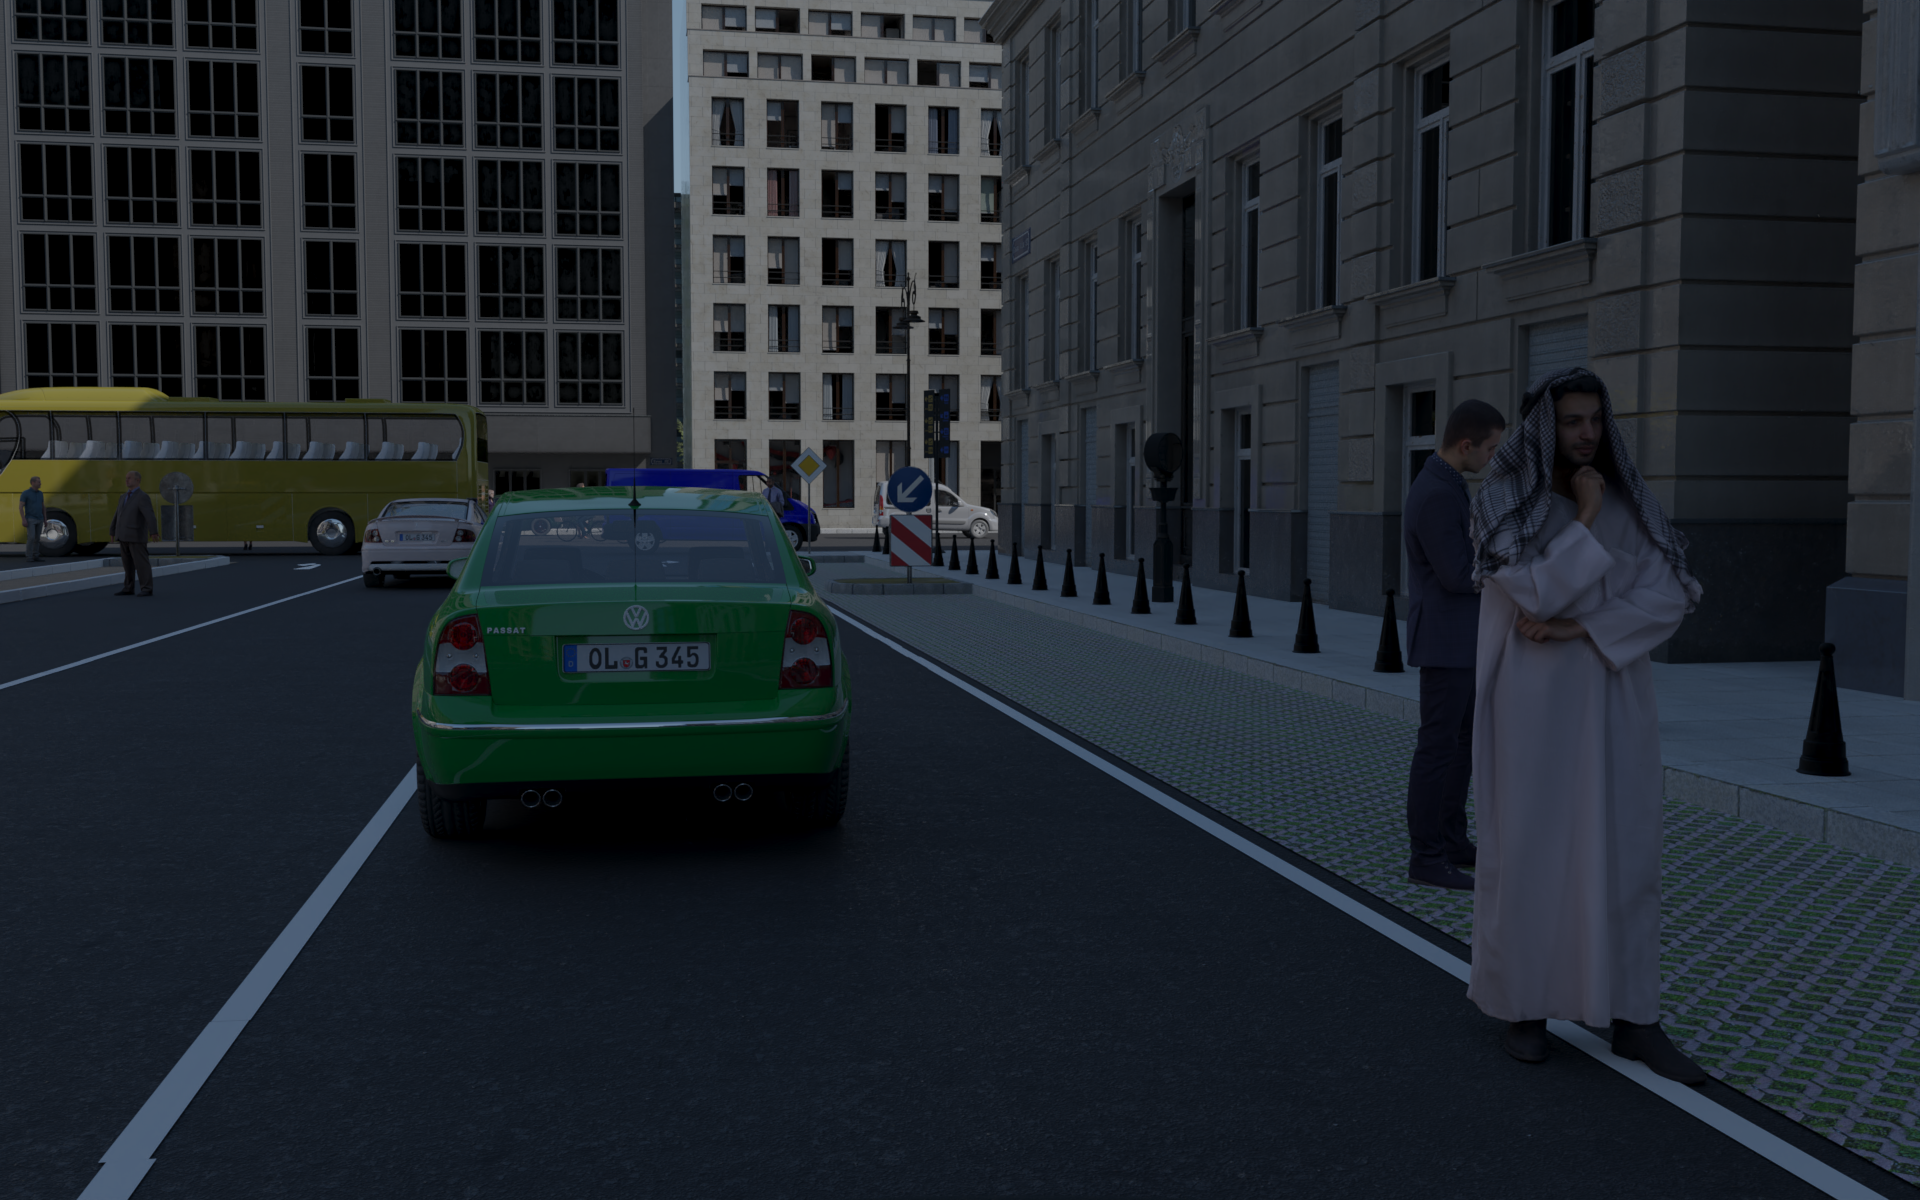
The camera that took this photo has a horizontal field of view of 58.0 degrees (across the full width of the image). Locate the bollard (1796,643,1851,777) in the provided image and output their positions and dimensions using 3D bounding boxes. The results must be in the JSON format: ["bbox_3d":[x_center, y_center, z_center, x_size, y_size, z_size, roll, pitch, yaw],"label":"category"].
[{"bbox_3d":[3.972,0.495,7.947,0.229,0.601,0.229,0,3,0],"label":"bollard"}]

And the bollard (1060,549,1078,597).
[{"bbox_3d":[1.362,-0.341,21.623,0.229,0.601,0.229,0,3,0],"label":"bollard"}]

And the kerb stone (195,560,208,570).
[{"bbox_3d":[-14.513,-0.648,32.871,0.120,0.150,1.000,-1,4,-11],"label":"kerb stone"}]

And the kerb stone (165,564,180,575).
[{"bbox_3d":[-14.124,-0.527,30.845,0.120,0.150,1.000,-1,4,-11],"label":"kerb stone"}]

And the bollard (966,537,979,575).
[{"bbox_3d":[0.196,-0.713,27.694,0.229,0.601,0.229,0,3,0],"label":"bollard"}]

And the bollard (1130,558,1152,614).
[{"bbox_3d":[1.944,-0.155,18.578,0.229,0.601,0.229,0,3,0],"label":"bollard"}]

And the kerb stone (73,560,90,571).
[{"bbox_3d":[-16.568,-0.625,32.456,0.120,0.150,1.000,-1,4,-11],"label":"kerb stone"}]

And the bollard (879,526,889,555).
[{"bbox_3d":[-1.550,-1.272,36.846,0.229,0.601,0.229,0,3,0],"label":"bollard"}]

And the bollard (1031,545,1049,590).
[{"bbox_3d":[1.070,-0.434,23.141,0.229,0.601,0.229,0,3,0],"label":"bollard"}]

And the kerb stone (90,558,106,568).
[{"bbox_3d":[-16.761,-0.690,33.473,0.120,0.150,1.000,-1,4,-11],"label":"kerb stone"}]

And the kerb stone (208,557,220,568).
[{"bbox_3d":[-14.698,-0.709,33.880,0.120,0.150,1.000,-1,4,-11],"label":"kerb stone"}]

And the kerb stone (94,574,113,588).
[{"bbox_3d":[-13.357,-0.282,26.802,0.120,0.150,1.000,-1,4,-11],"label":"kerb stone"}]

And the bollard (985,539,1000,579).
[{"bbox_3d":[0.491,-0.620,26.177,0.229,0.601,0.229,0,3,0],"label":"bollard"}]

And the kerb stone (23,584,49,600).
[{"bbox_3d":[-12.776,-0.095,23.771,0.120,0.150,1.000,-1,4,-11],"label":"kerb stone"}]

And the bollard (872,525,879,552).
[{"bbox_3d":[-1.842,-1.366,38.383,0.229,0.601,0.229,0,3,0],"label":"bollard"}]

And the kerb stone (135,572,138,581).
[{"bbox_3d":[-13.738,-0.405,28.817,0.120,0.150,1.000,-1,4,-11],"label":"kerb stone"}]

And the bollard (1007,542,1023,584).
[{"bbox_3d":[0.780,-0.527,24.659,0.229,0.601,0.229,0,3,0],"label":"bollard"}]

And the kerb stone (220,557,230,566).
[{"bbox_3d":[-14.892,-0.777,34.893,0.120,0.150,1.000,-1,4,-11],"label":"kerb stone"}]

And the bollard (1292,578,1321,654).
[{"bbox_3d":[2.808,0.124,14.018,0.229,0.601,0.229,0,3,0],"label":"bollard"}]

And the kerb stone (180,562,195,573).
[{"bbox_3d":[-14.316,-0.591,31.859,0.120,0.150,1.000,-1,4,-11],"label":"kerb stone"}]

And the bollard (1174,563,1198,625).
[{"bbox_3d":[2.229,-0.062,17.059,0.229,0.601,0.229,0,3,0],"label":"bollard"}]

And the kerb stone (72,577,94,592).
[{"bbox_3d":[-13.159,-0.217,25.789,0.120,0.150,1.000,-1,4,-11],"label":"kerb stone"}]

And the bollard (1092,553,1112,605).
[{"bbox_3d":[1.648,-0.248,20.104,0.229,0.601,0.229,0,3,0],"label":"bollard"}]

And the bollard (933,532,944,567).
[{"bbox_3d":[-0.384,-0.900,30.754,0.229,0.601,0.229,0,3,0],"label":"bollard"}]

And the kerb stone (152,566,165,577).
[{"bbox_3d":[-13.933,-0.467,29.838,0.120,0.150,1.000,-1,4,-11],"label":"kerb stone"}]

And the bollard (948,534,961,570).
[{"bbox_3d":[-0.092,-0.806,29.219,0.229,0.601,0.229,0,3,0],"label":"bollard"}]

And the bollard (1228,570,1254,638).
[{"bbox_3d":[2.523,0.031,15.538,0.229,0.601,0.229,0,3,0],"label":"bollard"}]

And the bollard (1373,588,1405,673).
[{"bbox_3d":[3.101,0.217,12.501,0.229,0.601,0.229,0,3,0],"label":"bollard"}]

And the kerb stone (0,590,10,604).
[{"bbox_3d":[-12.588,-0.034,22.763,0.120,0.150,1.000,-1,4,-11],"label":"kerb stone"}]

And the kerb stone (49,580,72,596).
[{"bbox_3d":[-12.967,-0.158,24.782,0.120,0.150,1.000,-1,4,-11],"label":"kerb stone"}]

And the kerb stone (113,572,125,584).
[{"bbox_3d":[-13.547,-0.343,27.809,0.120,0.150,1.000,-1,4,-11],"label":"kerb stone"}]
